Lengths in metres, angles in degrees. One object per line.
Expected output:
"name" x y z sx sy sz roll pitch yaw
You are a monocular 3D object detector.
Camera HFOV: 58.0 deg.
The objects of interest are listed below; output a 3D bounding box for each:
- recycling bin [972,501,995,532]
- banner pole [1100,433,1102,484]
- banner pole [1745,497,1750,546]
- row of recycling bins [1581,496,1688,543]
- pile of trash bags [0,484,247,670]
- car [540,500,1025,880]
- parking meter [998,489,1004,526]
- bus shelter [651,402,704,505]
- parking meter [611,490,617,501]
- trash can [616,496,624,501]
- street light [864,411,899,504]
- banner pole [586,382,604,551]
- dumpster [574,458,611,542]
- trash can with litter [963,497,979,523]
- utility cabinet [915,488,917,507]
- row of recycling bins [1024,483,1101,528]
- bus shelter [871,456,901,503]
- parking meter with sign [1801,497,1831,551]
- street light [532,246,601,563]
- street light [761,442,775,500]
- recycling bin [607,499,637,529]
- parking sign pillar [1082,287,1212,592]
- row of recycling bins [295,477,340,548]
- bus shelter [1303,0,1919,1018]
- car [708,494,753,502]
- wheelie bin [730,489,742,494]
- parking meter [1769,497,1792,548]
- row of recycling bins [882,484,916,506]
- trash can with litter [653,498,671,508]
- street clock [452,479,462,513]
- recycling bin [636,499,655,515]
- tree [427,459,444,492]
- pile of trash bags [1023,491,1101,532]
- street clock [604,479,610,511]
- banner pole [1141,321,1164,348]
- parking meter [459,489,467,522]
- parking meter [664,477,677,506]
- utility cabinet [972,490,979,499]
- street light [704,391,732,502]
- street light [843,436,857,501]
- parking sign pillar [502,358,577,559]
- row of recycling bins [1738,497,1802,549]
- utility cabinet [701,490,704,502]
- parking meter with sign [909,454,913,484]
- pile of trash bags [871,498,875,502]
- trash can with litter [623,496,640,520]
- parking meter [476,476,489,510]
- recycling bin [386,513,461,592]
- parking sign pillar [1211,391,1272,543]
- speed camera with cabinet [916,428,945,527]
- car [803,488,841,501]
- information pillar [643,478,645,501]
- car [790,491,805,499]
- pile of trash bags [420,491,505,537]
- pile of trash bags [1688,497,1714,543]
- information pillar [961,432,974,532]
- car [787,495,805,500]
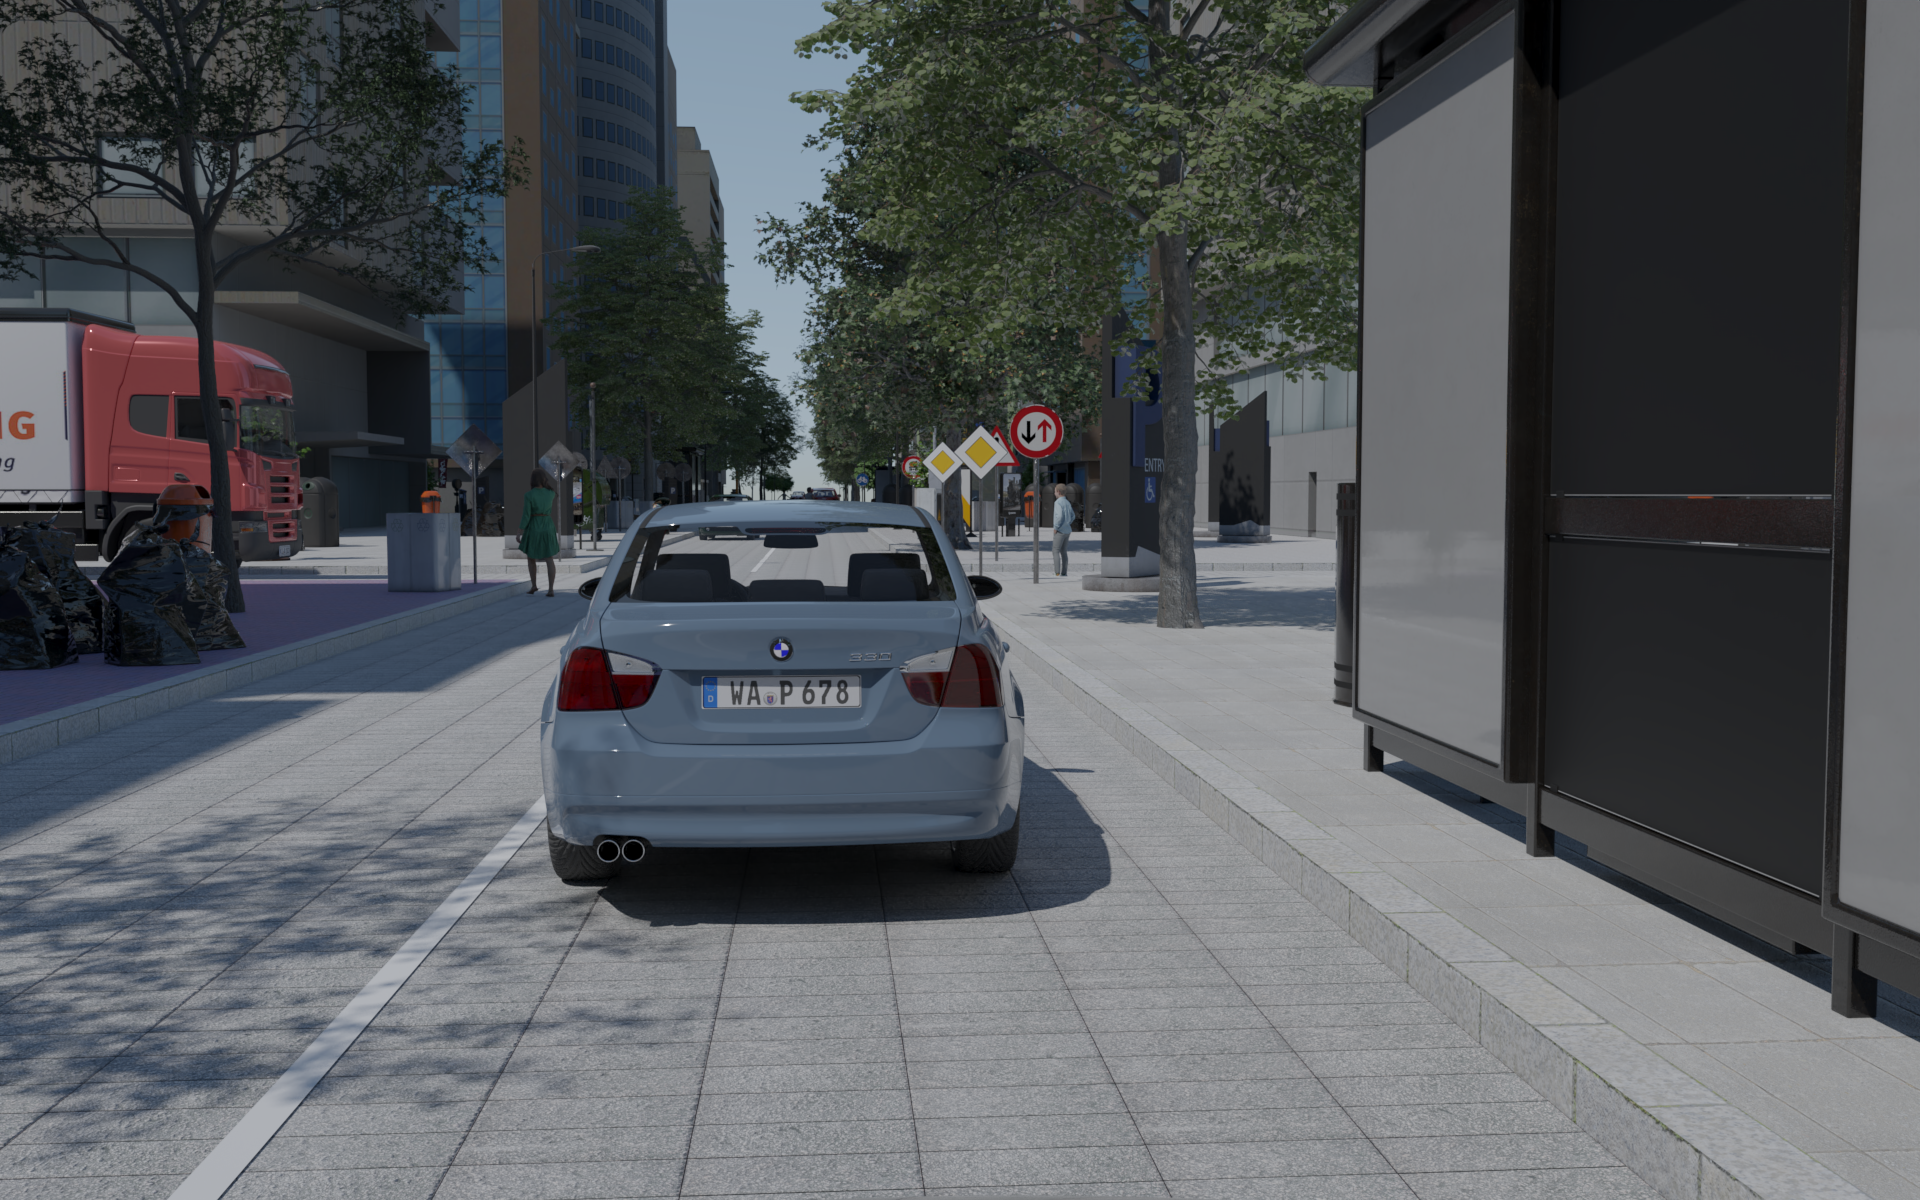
"recycling bin" 0.789 -2.873 59.520 0.722 1.027 0.722 2 4 30
"banner pole" 5.902 -4.994 71.676 0.401 3.779 0.863 1 4 22
"banner pole" 15.960 -2.764 35.208 0.401 3.779 0.863 0 4 5
"row of recycling bins" 6.504 -0.786 19.962 3.534 1.692 1.069 0 4 2
"pile of trash bags" -6.844 -0.275 14.249 1.912 1.369 3.447 0 4 -7
"car" -0.758 0.259 7.775 2.014 1.417 4.499 0 4 -5
"parking meter" 1.589 -3.721 69.250 0.372 1.533 0.369 0 3 0
"bus shelter" -12.822 -6.131 77.882 2.179 5.291 8.768 0 4 -5
"parking meter" -20.179 -5.657 100.909 0.372 1.533 0.369 0 3 0
"trash can" -20.329 -5.654 104.095 0.748 1.137 0.748 0 3 0
"street light" -2.794 -5.491 62.314 1.470 5.913 1.316 0 4 -5
"banner pole" -8.211 -2.977 38.694 0.401 3.779 0.863 0 4 -4
"dumpster" -10.339 -2.721 46.982 1.502 2.255 1.985 0 4 -4
"trash can with litter" 0.474 -4.032 77.314 1.055 1.170 0.624 -2 4 -33
"utility cabinet" -1.244 -3.776 70.423 0.318 1.500 1.173 3 5 44
"row of recycling bins" 3.967 -3.581 65.657 3.534 1.692 1.069 2 4 35
"bus shelter" -3.799 -6.141 94.333 2.014 3.302 5.546 0 4 -4
"parking meter with sign" 17.492 -2.382 35.202 1.738 3.016 0.543 -3 5 -43
"street light" -7.416 -3.666 32.483 1.470 5.913 1.316 0 4 -5
"street light" -17.145 -11.131 154.529 1.470 5.913 1.316 0 4 -5
"recycling bin" -12.504 -3.132 63.754 0.722 1.027 0.722 -3 5 -41
"parking sign pillar" 2.361 -2.122 23.167 1.447 3.967 1.447 2 4 30
"row of recycling bins" -16.467 -2.179 42.742 3.534 1.692 1.069 3 5 41
"bus shelter" 2.778 -1.766 6.509 2.179 5.291 8.768 0 4 -4
"car" -7.308 -2.769 55.065 2.009 1.686 4.222 0 4 -3
"wheelie bin" -13.782 -6.044 106.732 0.980 1.594 0.693 2 4 30
"parking meter" 18.511 -2.041 39.076 0.399 1.863 0.255 3 5 43
"row of recycling bins" -1.575 -3.718 67.906 3.534 1.692 1.069 2 4 33
"trash can with litter" -9.554 -2.666 54.971 0.624 1.170 1.055 -2 4 -24
"street clock" -23.988 -4.773 82.606 0.358 2.002 0.471 2 4 25
"recycling bin" -10.895 -2.994 61.513 0.722 1.027 0.722 -3 5 -43
"tree" -24.054 -5.115 78.230 1.663 3.219 1.824 0 3 0
"pile of trash bags" 3.756 -3.015 59.041 3.447 1.369 1.912 2 4 25
"street clock" -16.990 -4.781 82.733 0.471 2.002 0.358 -2 4 -32
"banner pole" 2.723 -2.124 24.741 0.863 3.779 0.401 0 4 -4
"parking meter" -22.934 -4.374 79.918 0.372 1.533 0.369 0 3 0
"parking meter" -9.845 -3.259 58.997 0.255 1.863 0.399 3 5 41
"utility cabinet" 0.533 -5.391 96.825 1.173 1.500 0.318 2 4 26
"street light" -10.962 -6.463 78.208 1.470 5.913 1.316 0 4 -5
"street light" -6.497 -8.281 107.928 1.470 5.913 1.316 0 4 -5
"parking sign pillar" -8.418 -2.819 34.565 1.447 3.967 1.447 0 4 6
"row of recycling bins" 20.175 -2.055 40.714 3.534 1.692 1.069 0 3 0
"utility cabinet" -12.538 -4.575 83.477 0.318 1.500 1.173 -2 4 -28
"parking meter with sign" -1.496 -4.925 76.791 1.738 3.016 0.543 -2 4 -27
"pile of trash bags" -4.015 -5.947 106.992 1.912 1.369 3.447 1 4 19
"trash can with litter" -16.043 -4.500 84.963 1.055 1.170 0.624 2 4 33
"parking meter" -15.355 -3.057 55.689 0.399 1.863 0.255 0 4 5
"recycling bin" -7.105 -0.637 22.969 0.722 1.027 0.722 1 4 11
"parking sign pillar" 7.526 -3.501 45.721 1.447 3.967 1.447 3 4 36
"speed camera with cabinet" -0.719 -3.397 49.883 0.660 3.252 2.038 1 4 14
"car" -8.203 -5.795 103.419 2.281 1.827 5.304 0 4 -7
"information pillar" -14.126 -4.504 78.140 0.304 2.012 0.304 0 4 1
"car" -20.810 -13.153 223.717 2.281 1.827 5.304 0 4 -6
"pile of trash bags" -14.542 -2.599 52.249 3.447 1.369 1.912 -2 4 -35
"pile of trash bags" 15.790 -1.881 40.512 3.447 1.369 1.912 2 4 29
"information pillar" 0.229 -4.110 58.555 0.183 3.616 0.504 -3 4 -39
"car" -16.370 -9.848 173.594 1.945 1.354 3.894 0 4 -4
